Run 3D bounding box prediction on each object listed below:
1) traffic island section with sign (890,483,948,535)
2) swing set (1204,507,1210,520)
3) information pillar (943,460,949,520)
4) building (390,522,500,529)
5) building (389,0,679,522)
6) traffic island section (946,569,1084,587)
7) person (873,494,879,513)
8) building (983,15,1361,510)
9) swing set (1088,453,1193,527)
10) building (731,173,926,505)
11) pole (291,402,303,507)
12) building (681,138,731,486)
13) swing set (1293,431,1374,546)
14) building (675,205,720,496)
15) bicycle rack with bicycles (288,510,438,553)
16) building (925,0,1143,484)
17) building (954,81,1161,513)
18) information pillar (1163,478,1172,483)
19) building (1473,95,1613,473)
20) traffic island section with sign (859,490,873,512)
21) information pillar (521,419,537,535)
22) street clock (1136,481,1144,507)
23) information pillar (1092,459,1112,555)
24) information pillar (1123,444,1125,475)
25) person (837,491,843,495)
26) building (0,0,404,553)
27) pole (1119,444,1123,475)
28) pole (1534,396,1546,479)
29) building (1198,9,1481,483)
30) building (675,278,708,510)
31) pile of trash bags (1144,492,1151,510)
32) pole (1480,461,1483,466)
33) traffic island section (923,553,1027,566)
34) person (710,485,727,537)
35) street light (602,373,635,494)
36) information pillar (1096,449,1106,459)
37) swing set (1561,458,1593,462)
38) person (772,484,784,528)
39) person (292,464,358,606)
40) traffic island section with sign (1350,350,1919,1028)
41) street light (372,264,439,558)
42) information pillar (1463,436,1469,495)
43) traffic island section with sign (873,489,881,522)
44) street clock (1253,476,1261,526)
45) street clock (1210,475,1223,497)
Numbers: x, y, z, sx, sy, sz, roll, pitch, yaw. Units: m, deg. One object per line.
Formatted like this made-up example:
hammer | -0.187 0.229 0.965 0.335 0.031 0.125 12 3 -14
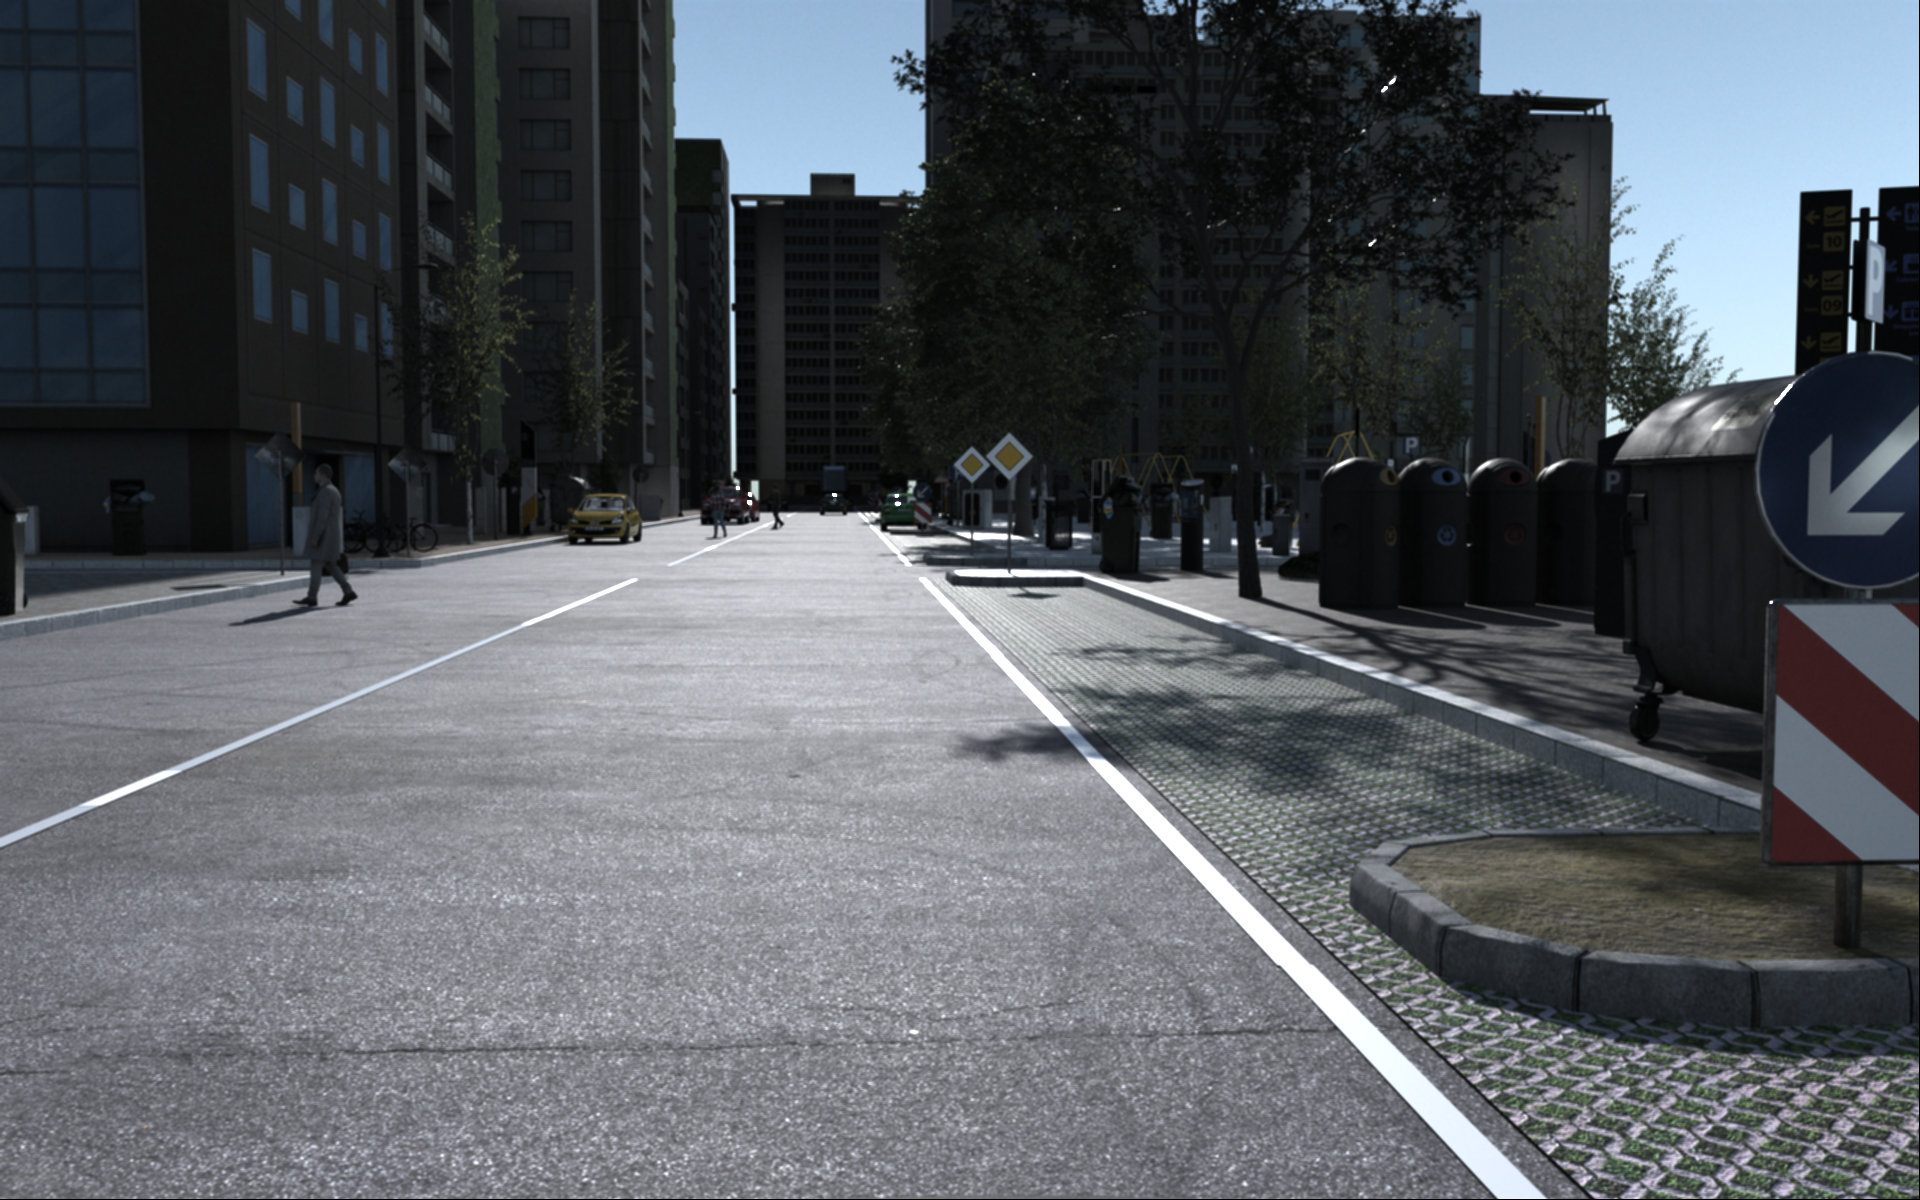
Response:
traffic island section with sign | -1.466 -3.216 61.204 1.989 1.847 2.006 0 4 -4
swing set | 8.528 -4.516 71.455 2.862 2.851 3.119 -1 4 -19
information pillar | -0.656 -5.814 86.420 0.183 3.616 0.504 -1 4 -20
building | -25.763 -23.325 64.960 14.154 41.232 14.086 0 4 -4
building | -23.083 -25.078 93.614 14.154 41.232 14.086 0 4 -4
traffic island section | 0.818 -0.354 28.077 2.009 0.180 2.903 0 4 -4
person | -6.279 -7.222 129.808 0.421 1.427 0.697 1 4 12
building | 14.237 -27.698 144.746 32.217 40.220 23.993 0 4 -4
swing set | 6.948 -4.229 66.763 2.862 2.851 3.119 -2 4 -26
building | -15.608 -31.856 212.723 23.993 40.220 32.217 0 4 -4
pole | -14.758 -2.735 38.566 0.158 3.312 0.155 0 3 0
building | -34.152 -31.710 202.058 14.086 41.232 14.154 0 4 -4
swing set | 9.815 -2.824 43.791 2.862 2.851 3.119 0 4 5
building | -31.554 -24.655 174.811 14.107 30.474 14.160 0 4 -4
bicycle rack with bicycles | -13.029 -1.525 38.311 2.925 0.926 2.852 0 4 -4
building | 7.098 -38.398 169.813 21.231 58.520 28.212 0 4 -4
building | 6.424 -21.621 125.207 14.160 30.474 14.107 0 4 -4
information pillar | 9.540 -4.595 79.616 0.304 2.012 0.304 -3 5 -43
building | 58.184 -30.433 181.173 14.086 41.232 14.154 0 4 -4
traffic island section with sign | -8.561 -9.540 164.607 1.989 1.847 2.006 0 4 -4
information pillar | -13.371 -3.812 53.682 0.504 3.616 0.183 1 4 12
street clock | 9.821 -5.504 94.563 0.358 2.002 0.471 -2 4 -31
information pillar | 3.007 -1.977 36.822 0.304 2.012 0.304 3 5 40
information pillar | 7.597 -5.460 80.631 0.183 3.616 0.504 0 4 -3
person | -9.884 -8.209 143.527 0.445 1.727 0.742 1 4 17
building | -22.962 -24.022 42.873 14.600 45.320 14.200 0 4 -4
pole | 6.486 -4.654 69.933 0.158 3.312 0.155 0 3 0
pole | 12.118 -2.592 36.223 0.158 3.312 0.155 0 3 0
building | 36.075 -33.953 174.746 30.456 49.044 23.786 0 4 -4
building | -37.230 -18.786 152.192 27.650 21.520 28.899 0 4 -4
pile of trash bags | 10.602 -4.781 87.928 1.912 1.369 3.447 -3 4 -38
pole | 32.374 -6.962 107.671 0.158 3.312 0.155 0 3 0
traffic island section | 0.270 -0.842 36.043 2.009 0.180 2.903 0 4 -4
person | -8.076 -2.964 57.798 0.563 1.720 0.643 -2 4 -27
street light | -13.185 -5.759 66.704 1.470 5.913 1.316 0 4 -4
information pillar | 6.840 -5.674 84.122 0.504 3.616 0.183 -1 4 -12
swing set | 27.408 -4.871 77.259 2.862 2.851 3.119 0 4 -3
person | -7.705 -3.936 72.768 0.656 1.842 0.836 2 4 34
person | -8.176 -0.835 22.252 0.767 1.812 0.694 0 4 -6
traffic island section with sign | 2.369 0.186 5.580 1.989 1.847 2.006 0 4 -4
street light | -11.207 -3.821 35.019 1.470 5.913 1.316 0 4 -4
information pillar | 20.457 -4.813 70.052 0.183 3.616 0.504 2 4 34
traffic island section with sign | -3.305 -4.860 88.096 1.989 1.847 2.006 0 4 -4
street clock | 12.001 -3.951 69.168 0.358 2.002 0.471 0 4 -2
street clock | 9.653 -3.713 65.280 0.471 2.002 0.358 0 4 7
